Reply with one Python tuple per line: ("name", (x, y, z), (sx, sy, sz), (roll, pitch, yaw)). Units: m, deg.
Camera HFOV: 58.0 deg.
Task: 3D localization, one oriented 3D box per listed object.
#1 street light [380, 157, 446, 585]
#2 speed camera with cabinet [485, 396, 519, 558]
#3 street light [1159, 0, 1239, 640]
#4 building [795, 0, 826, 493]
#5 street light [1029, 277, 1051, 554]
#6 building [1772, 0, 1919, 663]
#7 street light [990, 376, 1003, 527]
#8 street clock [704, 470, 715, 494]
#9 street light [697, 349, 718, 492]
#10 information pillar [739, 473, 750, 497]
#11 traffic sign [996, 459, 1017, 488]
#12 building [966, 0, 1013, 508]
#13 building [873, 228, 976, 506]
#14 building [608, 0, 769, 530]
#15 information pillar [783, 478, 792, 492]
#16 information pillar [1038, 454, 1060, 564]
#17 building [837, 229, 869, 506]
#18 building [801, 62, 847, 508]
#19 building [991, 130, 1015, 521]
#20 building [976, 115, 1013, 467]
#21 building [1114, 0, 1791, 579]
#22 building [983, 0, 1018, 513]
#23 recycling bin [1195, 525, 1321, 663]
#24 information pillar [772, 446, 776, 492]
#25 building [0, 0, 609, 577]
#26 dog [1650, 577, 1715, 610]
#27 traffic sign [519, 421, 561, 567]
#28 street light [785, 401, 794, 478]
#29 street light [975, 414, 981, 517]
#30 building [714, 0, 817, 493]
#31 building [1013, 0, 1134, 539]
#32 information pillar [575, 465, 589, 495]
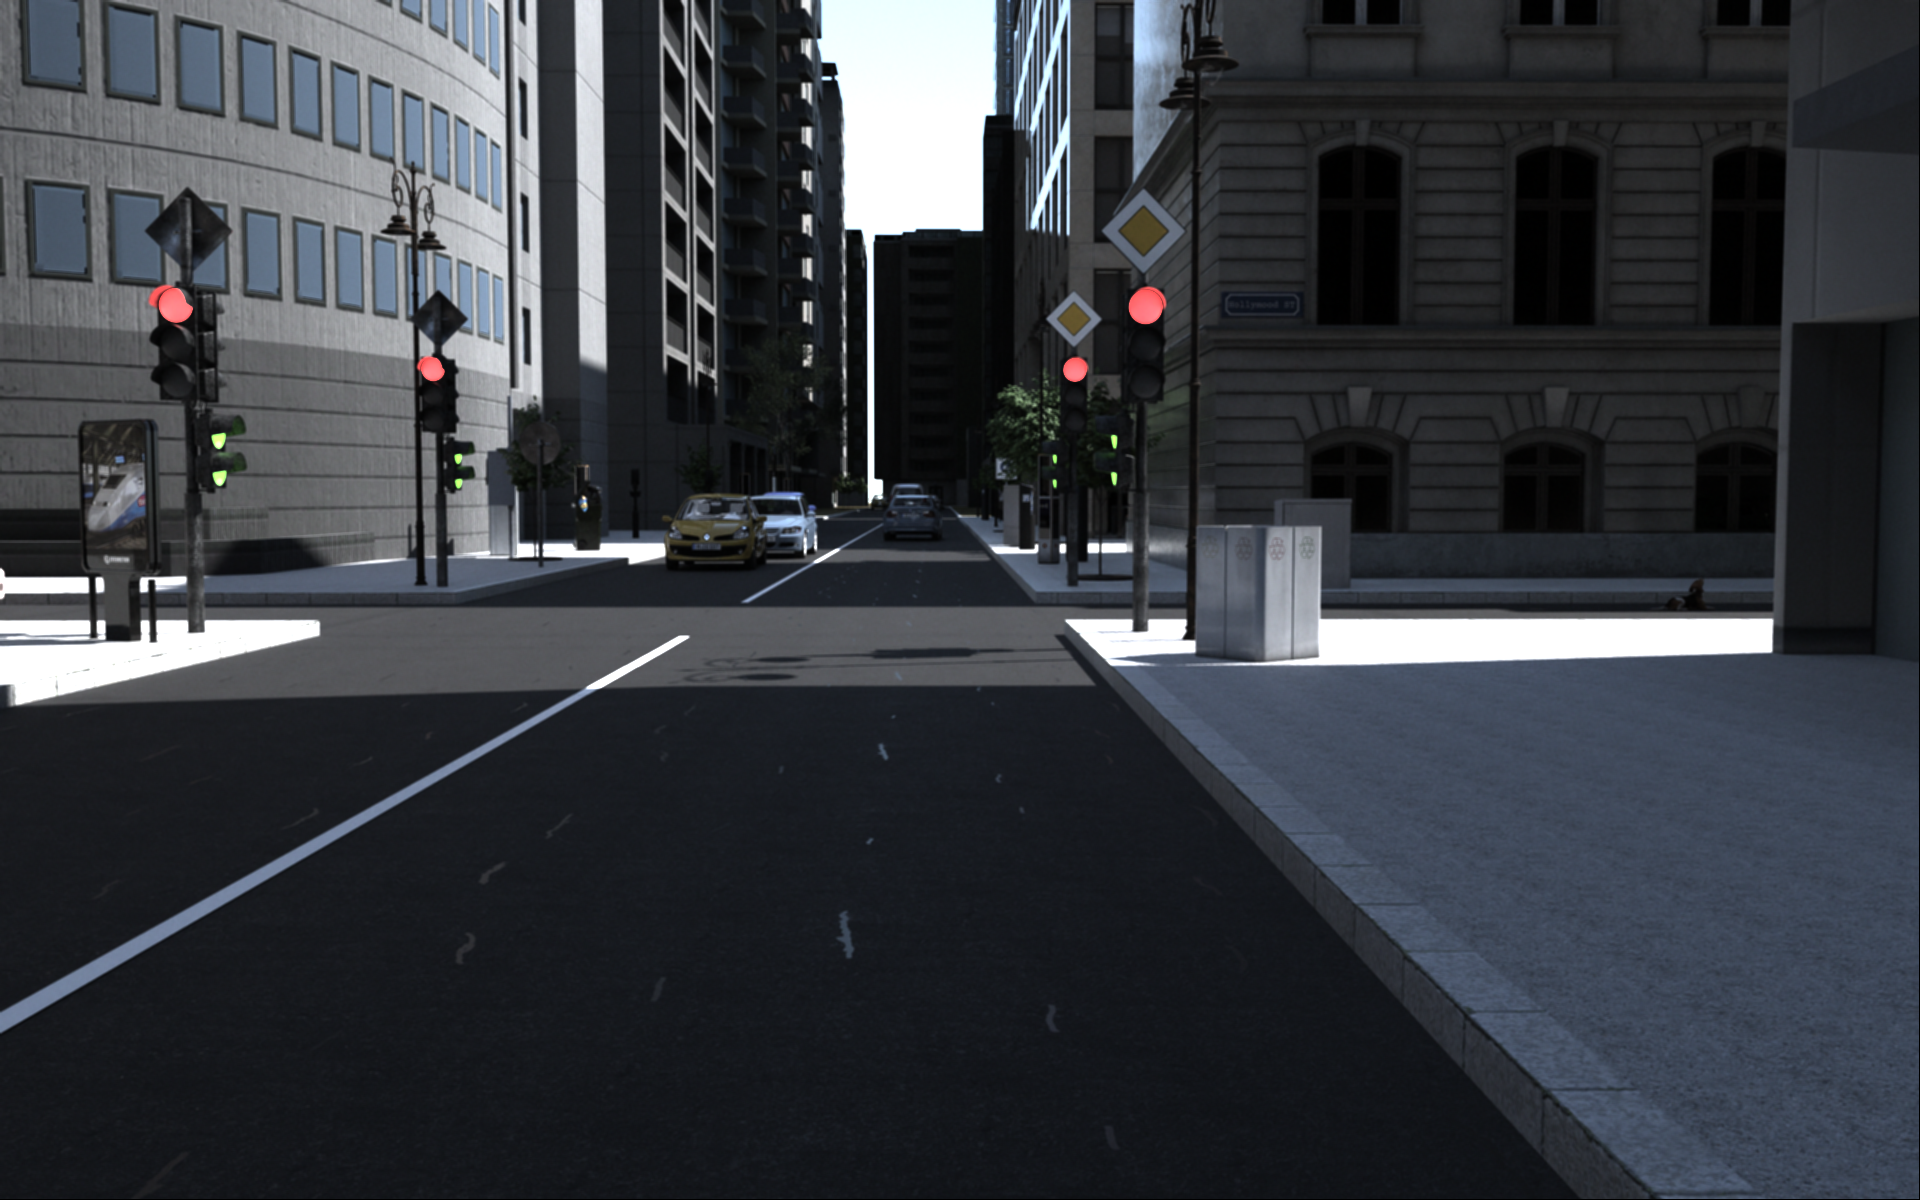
("street light", (-7.593, -3.146, 24.221), (0.468, 5.910, 1.993), (0, 4, -1))
("speed camera with cabinet", (-9.414, -2.526, 35.634), (0.660, 3.252, 2.038), (-1, 4, -13))
("street light", (2.050, -2.587, 15.086), (0.468, 5.910, 1.993), (0, 4, -1))
("building", (-25.264, -33.747, 141.003), (28.713, 52.752, 27.495), (0, 4, -1))
("street light", (1.743, -3.934, 37.103), (0.468, 5.910, 1.993), (0, 4, -1))
("building", (17.821, -25.144, 0.350), (28.713, 52.752, 27.495), (0, 4, -1))
("street light", (1.415, -5.814, 67.845), (0.468, 5.910, 1.993), (0, 4, -1))
("street clock", (-7.573, -2.921, 52.329), (0.358, 2.002, 0.471), (-1, 4, -15))
("street light", (-8.051, -5.049, 55.337), (0.468, 5.910, 1.993), (0, 4, -1))
("information pillar", (-7.686, -3.501, 61.741), (0.304, 2.012, 0.304), (-2, 4, -32))
("traffic sign", (1.319, -2.880, 49.218), (0.606, 2.300, 0.079), (0, 4, 2))
("building", (12.019, -51.633, 156.863), (22.319, 86.520, 31.000), (0, 4, -1))
("building", (-2.555, -25.658, 191.211), (14.107, 30.474, 14.160), (0, 4, -1))
("building", (-18.535, -38.582, 69.068), (20.563, 71.187, 20.611), (0, 4, -1))
("information pillar", (-8.022, -4.666, 80.785), (0.304, 2.012, 0.304), (2, 4, 25))
("information pillar", (1.634, -1.670, 31.789), (0.304, 2.012, 0.304), (2, 4, 35))
("building", (-17.214, -25.598, 190.221), (14.107, 30.474, 14.160), (0, 4, -1))
("building", (-18.089, -29.553, 166.781), (14.086, 41.232, 14.154), (0, 4, -1))
("building", (8.034, -15.964, 90.694), (12.332, 23.373, 15.834), (0, 4, -1))
("building", (8.717, -22.243, 135.377), (14.160, 30.474, 14.107), (0, 4, -1))
("building", (20.676, -12.953, 30.868), (34.723, 24.649, 14.460), (0, 4, -1))
("building", (12.025, -41.505, 116.852), (20.563, 71.187, 20.611), (0, 4, -1))
("recycling bin", (2.343, -0.066, 13.628), (0.722, 1.027, 0.722), (-3, 4, -38))
("information pillar", (-9.075, -5.706, 84.643), (0.183, 3.616, 0.504), (-1, 4, -18))
("building", (-20.984, -30.264, 36.817), (21.231, 58.520, 28.212), (0, 4, -1))
("dog", (8.942, -0.076, 21.440), (0.748, 0.427, 0.550), (2, 4, 25))
("traffic sign", (-7.373, -1.852, 30.393), (0.768, 2.556, 0.104), (1, 4, 8))
("street light", (-8.426, -6.914, 85.829), (0.468, 5.910, 1.993), (0, 4, -1))
("street light", (1.023, -7.679, 98.337), (0.468, 5.910, 1.993), (0, 4, -1))
("building", (-21.022, -28.035, 112.998), (22.147, 44.769, 28.867), (0, 4, -1))
("building", (12.436, -15.975, 65.714), (19.350, 26.468, 34.151), (0, 4, -1))
("information pillar", (-9.651, -2.431, 44.247), (0.304, 2.012, 0.304), (0, 4, 1))
